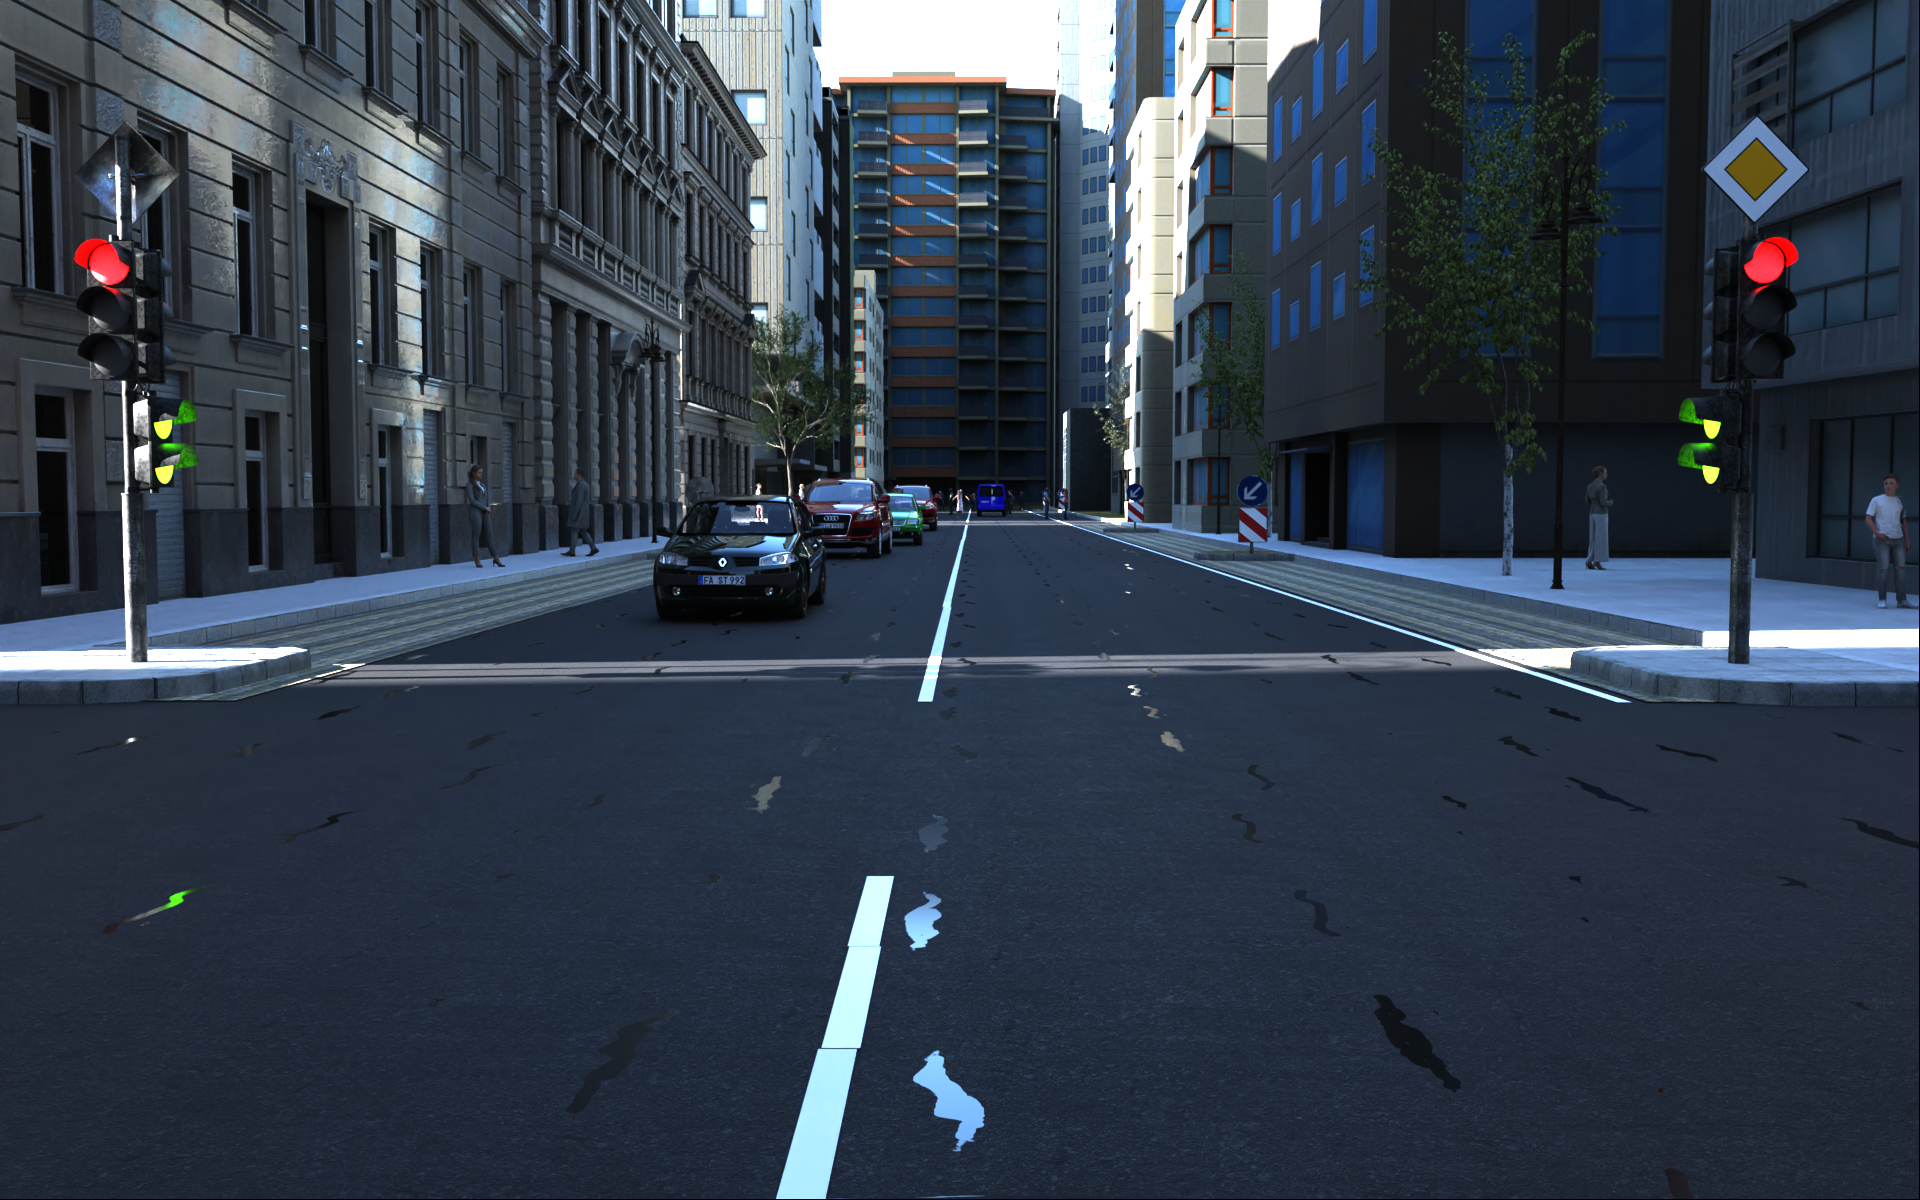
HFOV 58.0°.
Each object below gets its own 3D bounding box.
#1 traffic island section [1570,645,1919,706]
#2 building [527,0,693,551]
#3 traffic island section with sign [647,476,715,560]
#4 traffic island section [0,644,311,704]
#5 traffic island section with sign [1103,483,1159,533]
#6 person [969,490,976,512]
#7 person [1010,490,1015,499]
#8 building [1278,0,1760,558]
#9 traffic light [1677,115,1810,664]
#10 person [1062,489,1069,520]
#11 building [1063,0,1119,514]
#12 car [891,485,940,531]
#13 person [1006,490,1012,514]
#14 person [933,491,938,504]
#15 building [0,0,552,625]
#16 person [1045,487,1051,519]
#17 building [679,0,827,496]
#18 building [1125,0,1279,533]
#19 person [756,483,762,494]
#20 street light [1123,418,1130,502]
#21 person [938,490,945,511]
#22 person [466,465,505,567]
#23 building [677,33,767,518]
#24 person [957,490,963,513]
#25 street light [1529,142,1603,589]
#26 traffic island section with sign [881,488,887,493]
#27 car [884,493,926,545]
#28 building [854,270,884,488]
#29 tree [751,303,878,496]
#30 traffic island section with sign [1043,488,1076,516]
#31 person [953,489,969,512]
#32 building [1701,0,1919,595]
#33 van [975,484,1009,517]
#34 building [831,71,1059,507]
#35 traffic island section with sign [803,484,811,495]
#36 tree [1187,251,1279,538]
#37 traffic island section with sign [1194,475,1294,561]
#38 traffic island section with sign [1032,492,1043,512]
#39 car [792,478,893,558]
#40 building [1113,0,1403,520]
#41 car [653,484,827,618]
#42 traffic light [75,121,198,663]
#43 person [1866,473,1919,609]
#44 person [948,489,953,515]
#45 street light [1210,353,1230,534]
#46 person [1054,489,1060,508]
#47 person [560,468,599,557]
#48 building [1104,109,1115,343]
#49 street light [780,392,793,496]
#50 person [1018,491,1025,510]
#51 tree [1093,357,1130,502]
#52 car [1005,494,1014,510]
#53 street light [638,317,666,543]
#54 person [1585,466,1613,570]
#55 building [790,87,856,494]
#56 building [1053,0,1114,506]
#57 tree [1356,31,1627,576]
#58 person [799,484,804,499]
[{"bbox_3d":[5.931,0.559,13.145,2.009,0.180,2.903,0,4,0],"label":"traffic island section"},{"bbox_3d":[-14.076,-13.385,47.729,11.050,23.489,19.941,0,4,0],"label":"building"},{"bbox_3d":[-5.776,-1.820,38.388,1.989,1.847,2.006,0,4,0],"label":"traffic island section with sign"},{"bbox_3d":[-6.310,0.552,13.250,2.009,0.180,2.903,0,4,0],"label":"traffic island section"},{"bbox_3d":[6.370,-3.430,64.705,1.989,1.847,2.006,0,4,0],"label":"traffic island section with sign"},{"bbox_3d":[1.183,-8.088,141.452,0.721,1.736,1.217,-3,5,-45],"label":"person"},{"bbox_3d":[4.866,-9.574,165.120,0.705,1.814,1.350,-2,4,-24],"label":"person"},{"bbox_3d":[15.320,-23.846,39.985,14.600,45.320,14.200,0,4,0],"label":"building"},{"bbox_3d":[5.891,-1.475,13.031,0.839,4.253,0.868,0,4,0],"label":"traffic light"},{"bbox_3d":[6.042,-5.404,97.580,0.721,1.743,1.217,0,4,1],"label":"person"},{"bbox_3d":[19.367,-49.509,122.149,22.319,86.520,31.000,0,4,0],"label":"building"},{"bbox_3d":[-1.921,-3.687,68.948,2.281,1.827,5.304,0,4,0],"label":"car"},{"bbox_3d":[3.311,-6.973,123.307,0.742,1.727,0.445,-1,4,-9],"label":"person"},{"bbox_3d":[-2.172,-9.153,158.973,1.217,1.723,0.721,2,4,28],"label":"person"},{"bbox_3d":[-14.974,-13.937,25.137,12.463,27.353,25.104,0,4,0],"label":"building"},{"bbox_3d":[4.997,-5.517,98.779,0.705,1.814,1.350,0,4,-2],"label":"person"},{"bbox_3d":[-22.374,-31.322,101.348,28.713,52.752,27.495,0,4,0],"label":"building"},{"bbox_3d":[21.821,-13.768,70.154,27.650,21.520,28.899,0,4,0],"label":"building"},{"bbox_3d":[-9.441,-4.622,81.955,0.374,1.781,0.599,-2,4,-26],"label":"person"},{"bbox_3d":[8.507,-7.035,87.808,0.468,5.910,1.993,0,4,0],"label":"street light"},{"bbox_3d":[-1.557,-8.214,143.245,0.683,1.767,0.568,1,4,9],"label":"person"},{"bbox_3d":[-8.311,-1.468,30.312,0.573,1.790,0.520,0,4,4],"label":"person"},{"bbox_3d":[-13.882,-12.404,67.439,10.561,19.102,19.286,0,4,0],"label":"building"},{"bbox_3d":[-0.040,-7.643,134.130,0.621,1.740,0.551,-1,4,-22],"label":"person"},{"bbox_3d":[8.080,-3.087,23.254,0.468,5.910,1.993,0,4,0],"label":"street light"},{"bbox_3d":[-5.137,-6.556,115.812,1.989,1.847,2.006,0,4,0],"label":"traffic island section with sign"},{"bbox_3d":[-1.959,-2.513,49.886,1.959,1.807,4.718,0,4,-1],"label":"car"},{"bbox_3d":[-21.804,-18.703,150.828,28.899,21.520,27.650,0,4,0],"label":"building"},{"bbox_3d":[-8.154,-9.156,84.116,8.767,10.594,7.601,0,4,-4],"label":"tree"},{"bbox_3d":[6.781,-6.578,116.176,1.989,1.847,2.006,0,4,0],"label":"traffic island section with sign"},{"bbox_3d":[0.083,-7.739,135.040,1.348,1.822,0.705,1,4,9],"label":"person"},{"bbox_3d":[18.102,-20.479,18.429,14.086,41.232,14.154,0,4,0],"label":"building"},{"bbox_3d":[2.055,-6.583,112.008,2.240,2.365,5.245,0,4,2],"label":"van"},{"bbox_3d":[-4.405,-32.279,182.387,28.867,44.769,22.147,0,4,0],"label":"building"},{"bbox_3d":[-5.555,-3.470,65.369,1.989,1.847,2.006,0,4,0],"label":"traffic island section with sign"},{"bbox_3d":[8.900,-6.149,50.901,4.737,8.622,4.395,0,3,0],"label":"tree"},{"bbox_3d":[6.146,-1.781,37.751,1.989,1.847,2.006,0,4,0],"label":"traffic island section with sign"},{"bbox_3d":[7.001,-8.226,143.130,1.989,1.847,2.006,0,4,0],"label":"traffic island section with sign"},{"bbox_3d":[-2.716,-1.944,40.457,2.281,1.827,5.304,0,4,2],"label":"car"},{"bbox_3d":[16.500,-27.569,100.871,14.600,45.320,14.200,0,4,0],"label":"building"},{"bbox_3d":[-2.622,-0.698,21.206,2.009,1.686,4.222,0,4,0],"label":"car"},{"bbox_3d":[-6.270,-1.480,13.115,0.839,4.253,0.868,0,4,0],"label":"traffic light"},{"bbox_3d":[10.462,-0.660,19.434,0.503,1.515,0.523,-2,4,-31],"label":"person"},{"bbox_3d":[-0.648,-6.762,119.135,0.705,1.814,1.350,0,4,4],"label":"person"},{"bbox_3d":[8.261,-5.037,55.145,0.468,5.910,1.993,0,4,0],"label":"street light"},{"bbox_3d":[8.970,-9.373,160.011,0.721,1.735,1.217,-1,4,-20],"label":"person"},{"bbox_3d":[-7.828,-1.801,35.598,0.767,1.812,0.694,0,4,-2],"label":"person"},{"bbox_3d":[25.792,-28.130,151.800,32.217,40.220,23.993,0,4,0],"label":"building"},{"bbox_3d":[-7.748,-6.391,77.288,0.468,5.910,1.993,0,4,0],"label":"street light"},{"bbox_3d":[5.548,-8.951,155.771,0.530,1.710,0.541,-2,4,-27],"label":"person"},{"bbox_3d":[8.939,-8.680,92.276,4.360,8.622,3.978,0,3,0],"label":"tree"},{"bbox_3d":[3.887,-8.922,157.679,2.131,1.459,4.920,0,4,2],"label":"car"},{"bbox_3d":[-8.038,-4.441,45.398,0.468,5.910,1.993,0,4,0],"label":"street light"},{"bbox_3d":[10.843,-1.390,29.313,0.362,1.759,0.519,-1,4,-12],"label":"person"},{"bbox_3d":[-14.980,-21.510,123.397,14.160,30.474,14.107,0,4,0],"label":"building"},{"bbox_3d":[24.268,-39.131,181.790,28.212,58.520,21.231,0,4,0],"label":"building"},{"bbox_3d":[8.391,-4.684,26.948,4.737,8.622,4.395,0,3,0],"label":"tree"},{"bbox_3d":[-7.887,-4.876,86.114,0.624,1.780,0.694,1,4,12],"label":"person"}]
